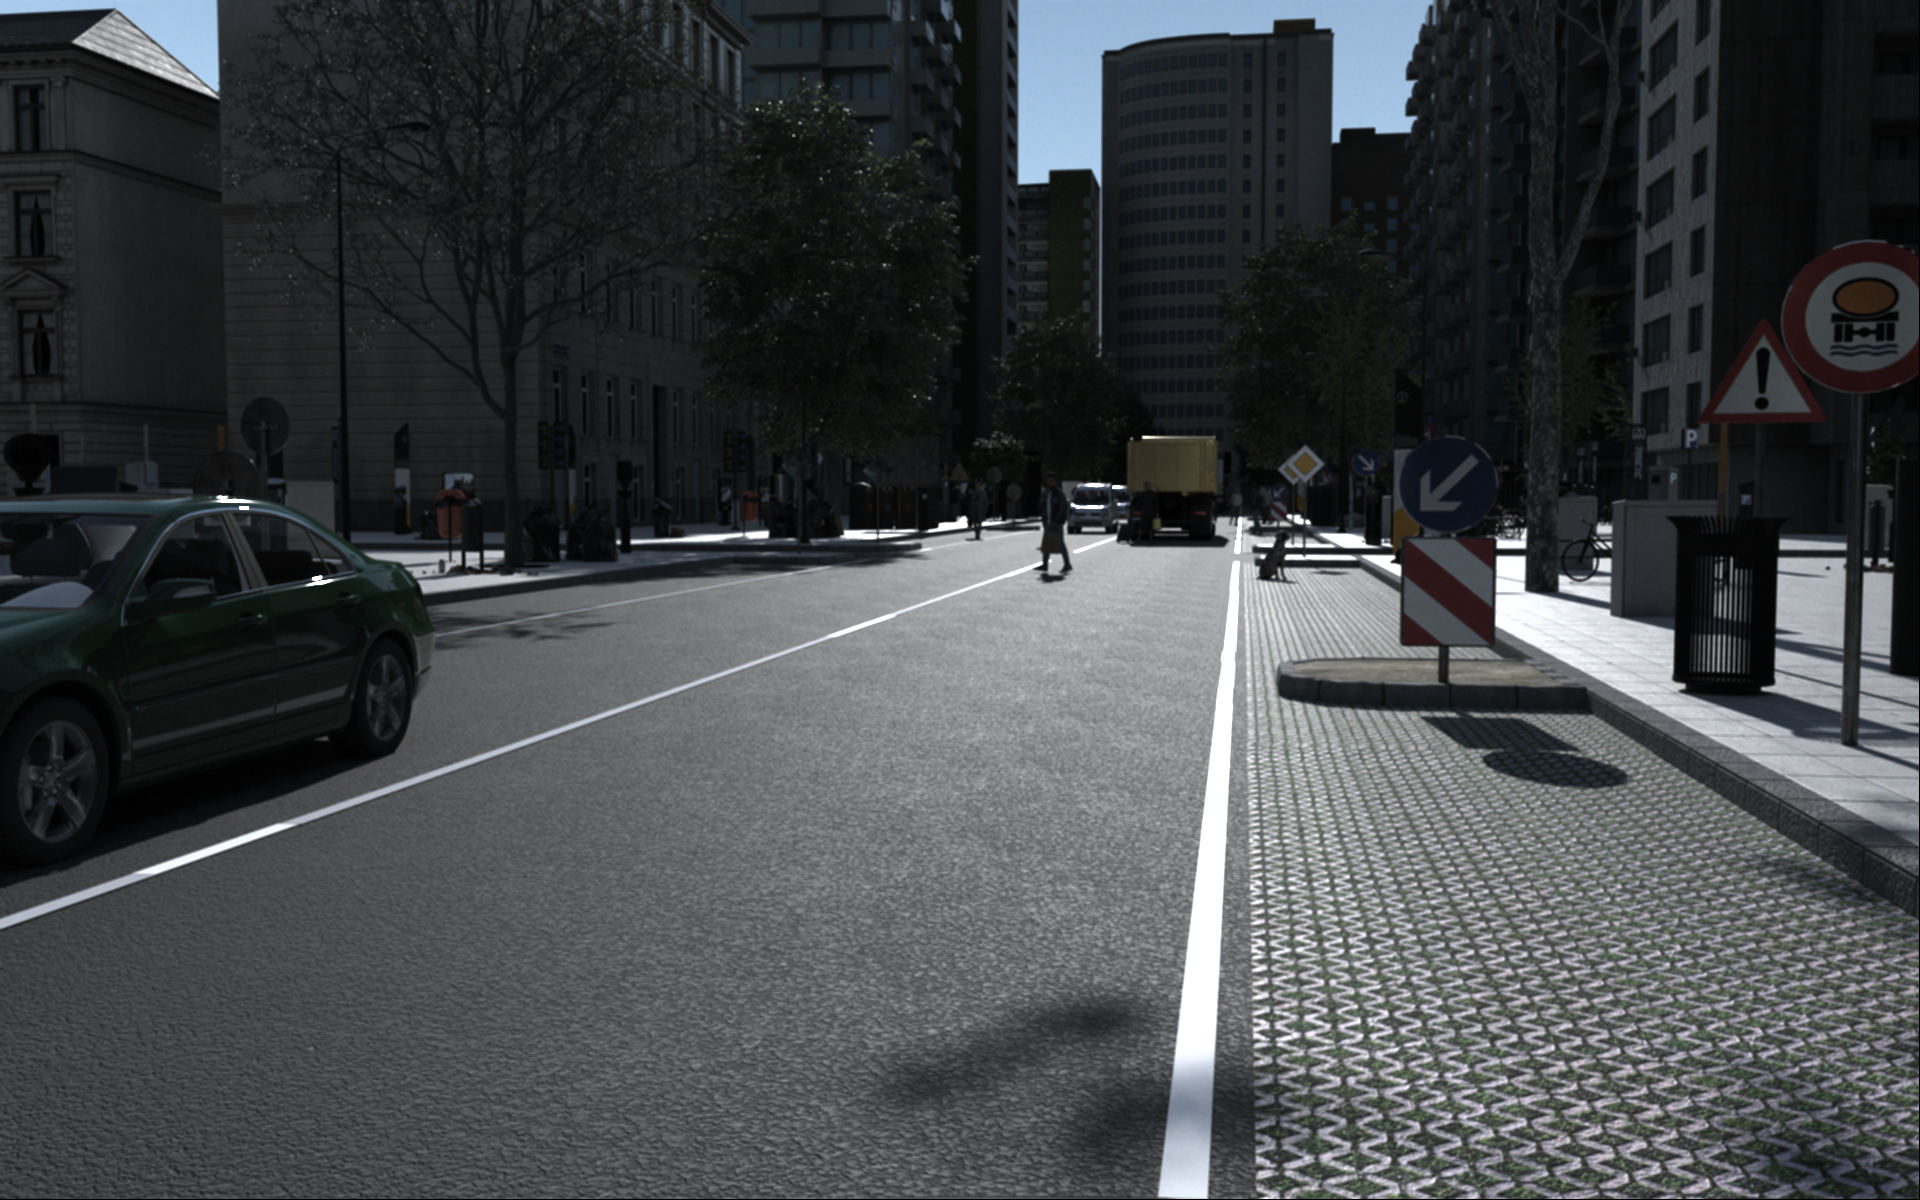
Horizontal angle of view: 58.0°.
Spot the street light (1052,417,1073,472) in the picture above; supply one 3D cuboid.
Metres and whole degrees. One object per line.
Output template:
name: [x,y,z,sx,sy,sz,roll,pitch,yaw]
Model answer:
street light: [6.102,-8.036,103.925,1.470,5.913,1.316,1,4,9]

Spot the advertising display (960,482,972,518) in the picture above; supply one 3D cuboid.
advertising display: [0.505,-5.396,93.443,0.974,1.923,0.123,0,4,-1]

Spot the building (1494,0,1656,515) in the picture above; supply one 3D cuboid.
building: [42.819,-27.118,98.010,22.147,44.769,28.867,1,4,9]

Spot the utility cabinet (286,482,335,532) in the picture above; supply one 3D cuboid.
utility cabinet: [-11.769,-1.372,31.104,0.318,1.500,1.173,1,4,22]

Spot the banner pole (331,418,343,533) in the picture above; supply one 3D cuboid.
banner pole: [-20.352,-4.074,56.627,0.401,3.779,0.863,0,4,3]

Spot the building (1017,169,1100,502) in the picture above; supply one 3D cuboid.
building: [10.455,-32.897,221.459,14.086,41.232,14.154,1,4,9]

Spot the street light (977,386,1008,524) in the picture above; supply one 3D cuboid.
street light: [1.355,-6.237,74.509,1.470,5.913,1.316,1,4,9]

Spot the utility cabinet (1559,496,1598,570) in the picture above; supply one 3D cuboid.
utility cabinet: [10.167,-1.110,29.306,1.020,1.237,0.306,1,4,9]

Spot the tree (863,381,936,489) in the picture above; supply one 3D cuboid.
tree: [-4.263,-8.191,84.278,4.360,8.622,3.978,0,3,0]

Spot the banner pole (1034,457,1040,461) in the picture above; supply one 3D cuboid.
banner pole: [4.714,-7.131,106.608,0.401,3.779,0.863,2,4,32]

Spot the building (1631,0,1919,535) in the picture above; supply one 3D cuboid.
building: [31.278,-17.473,57.385,14.107,30.474,14.160,1,4,9]

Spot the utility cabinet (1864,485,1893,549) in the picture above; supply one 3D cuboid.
utility cabinet: [21.085,-1.922,40.101,1.173,1.500,0.318,-2,4,-27]

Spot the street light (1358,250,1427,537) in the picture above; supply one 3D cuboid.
street light: [8.274,-3.699,33.025,1.470,5.913,1.316,1,4,9]

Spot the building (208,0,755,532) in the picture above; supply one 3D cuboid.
building: [-17.633,-16.685,70.058,12.463,27.353,25.104,1,4,9]

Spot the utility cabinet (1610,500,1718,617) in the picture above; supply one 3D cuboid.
utility cabinet: [7.390,-0.431,18.203,1.020,1.237,0.306,0,4,-6]

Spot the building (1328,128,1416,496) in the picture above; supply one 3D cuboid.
building: [52.769,-34.519,214.496,14.200,45.320,14.600,1,4,9]

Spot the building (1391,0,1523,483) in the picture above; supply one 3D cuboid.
building: [53.478,-33.147,161.567,23.786,49.044,30.456,1,4,9]

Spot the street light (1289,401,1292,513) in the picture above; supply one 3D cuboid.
street light: [16.857,-6.967,86.452,1.470,5.913,1.316,1,4,9]

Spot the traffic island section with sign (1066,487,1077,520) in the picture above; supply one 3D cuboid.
traffic island section with sign: [6.491,-5.310,95.448,1.989,1.847,2.006,1,4,9]

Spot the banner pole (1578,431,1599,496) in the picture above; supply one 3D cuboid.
banner pole: [25.132,-4.822,68.857,0.401,3.779,0.863,-1,4,-13]

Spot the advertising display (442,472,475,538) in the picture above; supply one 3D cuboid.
advertising display: [-14.747,-2.798,50.953,0.974,1.923,0.123,-3,5,-41]

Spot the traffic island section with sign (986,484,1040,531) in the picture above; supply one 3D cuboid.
traffic island section with sign: [2.153,-3.683,68.843,1.989,1.847,2.006,1,4,9]

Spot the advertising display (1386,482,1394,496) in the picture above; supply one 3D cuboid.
advertising display: [23.936,-5.524,95.527,0.974,1.923,0.123,-2,4,-25]

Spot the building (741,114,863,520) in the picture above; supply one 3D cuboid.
building: [-14.315,-15.458,94.541,13.314,21.916,24.055,1,4,9]

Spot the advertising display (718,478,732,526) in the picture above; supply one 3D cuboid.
advertising display: [-9.495,-3.959,69.943,0.123,1.923,0.974,1,4,20]

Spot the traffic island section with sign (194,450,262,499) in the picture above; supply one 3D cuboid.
traffic island section with sign: [-6.638,-0.386,14.938,1.989,1.847,2.006,1,4,9]

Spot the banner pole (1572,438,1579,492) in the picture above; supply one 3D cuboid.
banner pole: [27.598,-5.345,77.407,0.863,3.779,0.401,-1,4,-17]

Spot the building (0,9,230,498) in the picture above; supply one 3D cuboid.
building: [-38.474,-12.283,65.458,19.286,19.102,10.561,1,4,9]

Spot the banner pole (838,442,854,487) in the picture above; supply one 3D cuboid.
banner pole: [-4.863,-5.080,73.070,0.863,3.779,0.401,0,4,-2]

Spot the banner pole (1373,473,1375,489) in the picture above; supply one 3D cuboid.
banner pole: [25.304,-7.088,105.909,0.401,3.779,0.863,0,4,5]

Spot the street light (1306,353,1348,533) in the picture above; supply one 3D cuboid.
street light: [12.080,-5.171,57.093,1.470,5.913,1.316,1,4,9]

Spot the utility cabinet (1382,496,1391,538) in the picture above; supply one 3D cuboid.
utility cabinet: [12.737,-2.408,50.537,1.020,1.237,0.306,3,4,38]

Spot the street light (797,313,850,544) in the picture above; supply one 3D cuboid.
street light: [-3.498,-4.407,44.589,1.470,5.913,1.316,1,4,9]

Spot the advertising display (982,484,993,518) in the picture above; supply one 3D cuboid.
advertising display: [1.452,-5.346,92.628,0.974,1.923,0.123,3,4,37]

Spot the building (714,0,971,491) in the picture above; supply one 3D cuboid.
building: [-12.166,-31.663,137.297,23.786,49.044,30.456,1,4,9]

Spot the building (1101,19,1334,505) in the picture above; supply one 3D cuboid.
building: [32.338,-41.502,220.559,28.212,58.520,21.231,1,4,9]

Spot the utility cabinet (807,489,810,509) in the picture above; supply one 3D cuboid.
utility cabinet: [-6.537,-4.401,80.633,1.173,1.500,0.318,-1,4,-10]

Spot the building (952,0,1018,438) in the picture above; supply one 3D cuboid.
building: [-8.576,-38.805,176.454,28.212,58.520,21.231,1,4,9]

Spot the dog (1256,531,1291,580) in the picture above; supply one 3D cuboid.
dog: [5.133,-0.745,29.010,0.800,0.831,0.513,1,4,10]

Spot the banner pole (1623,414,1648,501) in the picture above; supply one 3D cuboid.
banner pole: [21.127,-3.937,54.382,0.863,3.779,0.401,1,4,19]

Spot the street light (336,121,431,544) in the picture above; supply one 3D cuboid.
street light: [-7.266,-3.012,21.795,1.470,5.913,1.316,1,4,9]

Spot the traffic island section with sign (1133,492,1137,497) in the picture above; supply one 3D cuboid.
traffic island section with sign: [14.575,-8.343,145.032,1.989,1.847,2.006,1,4,9]

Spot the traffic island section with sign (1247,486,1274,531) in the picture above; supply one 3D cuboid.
traffic island section with sign: [12.247,-3.585,67.236,1.989,1.847,2.006,1,4,9]

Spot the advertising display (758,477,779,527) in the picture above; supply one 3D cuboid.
advertising display: [-7.436,-3.796,67.279,0.123,1.923,0.974,3,5,42]

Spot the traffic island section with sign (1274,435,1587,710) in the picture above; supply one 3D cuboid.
traffic island section with sign: [3.312,-0.236,12.493,1.989,1.847,2.006,1,4,9]
